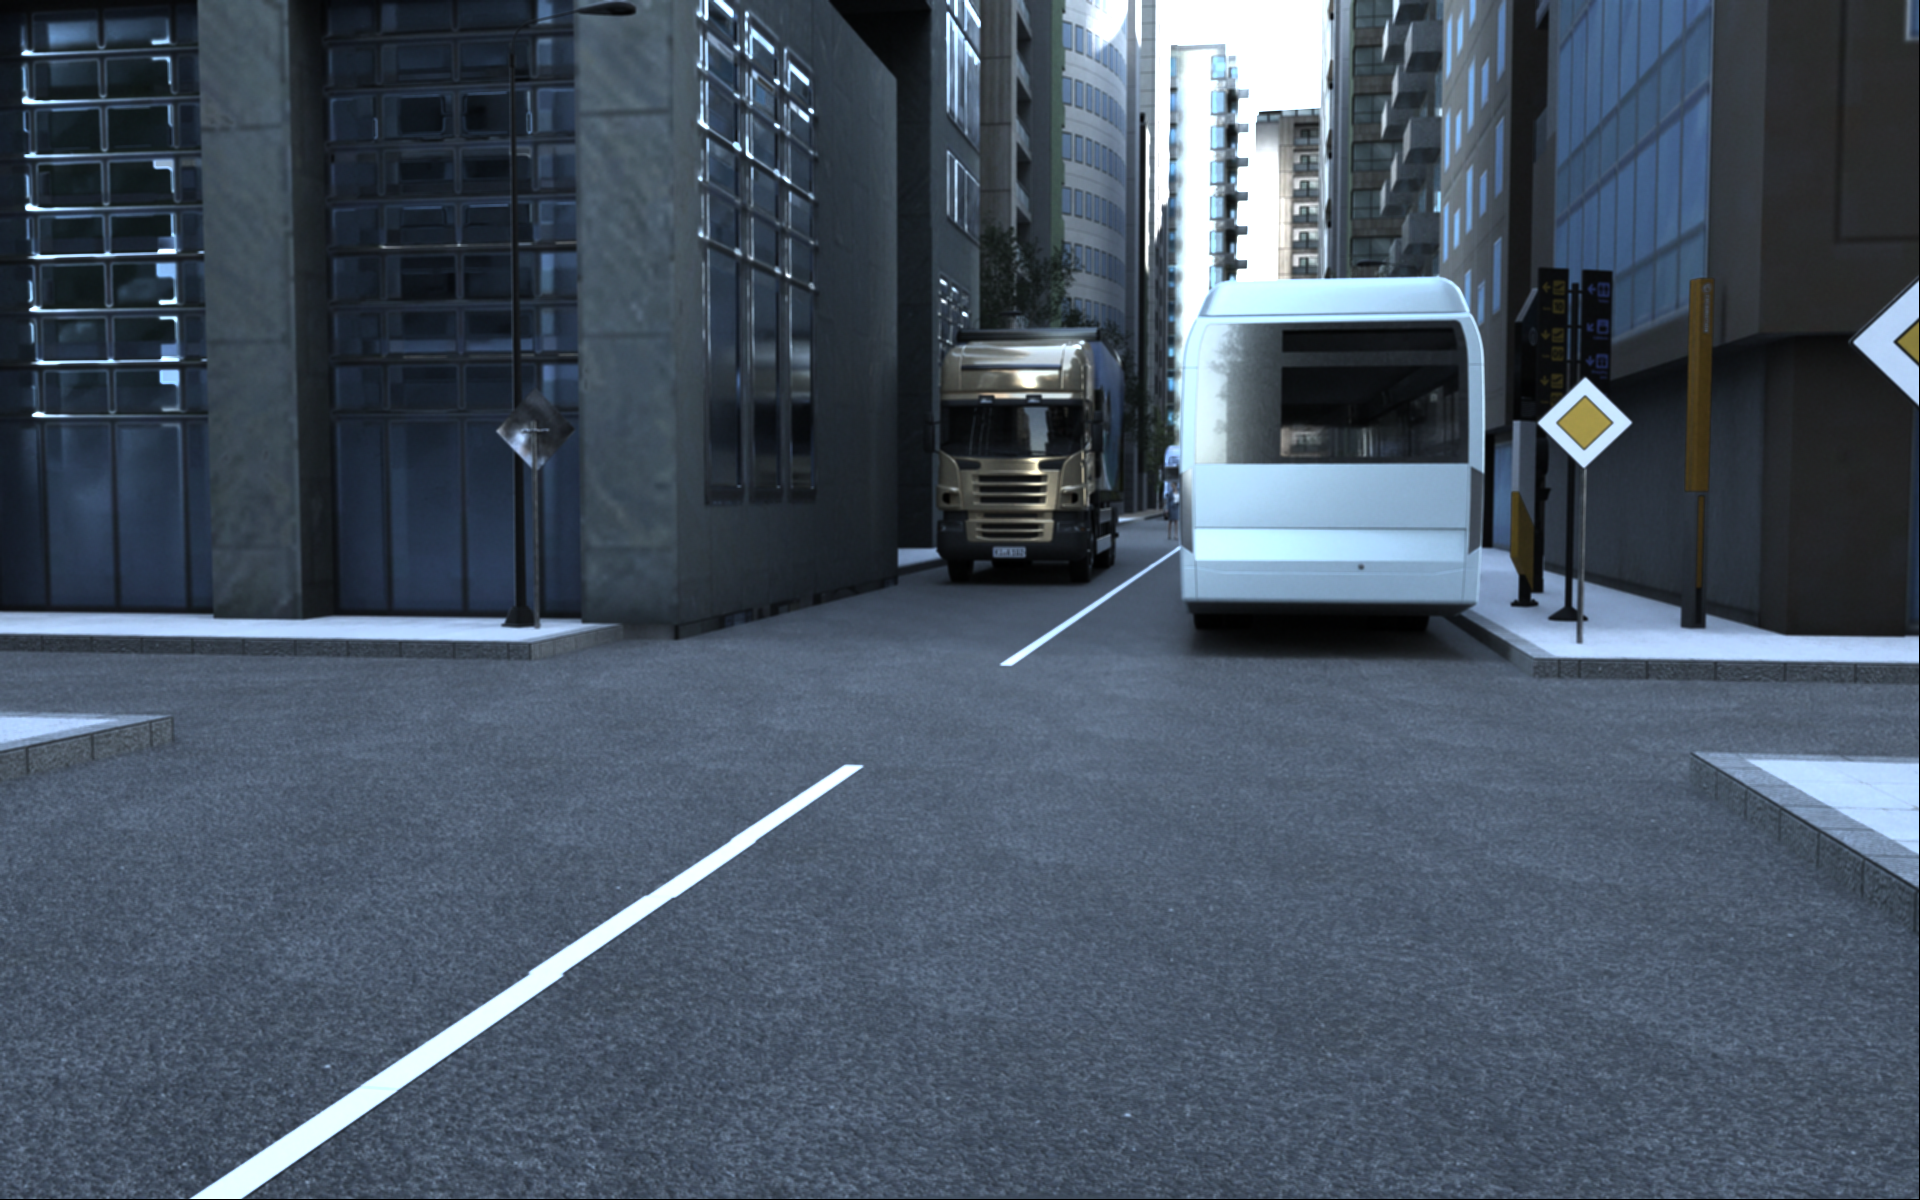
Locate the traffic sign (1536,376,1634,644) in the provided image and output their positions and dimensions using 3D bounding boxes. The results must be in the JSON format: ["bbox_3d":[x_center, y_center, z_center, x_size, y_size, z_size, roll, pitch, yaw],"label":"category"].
[{"bbox_3d":[5.322,-0.684,14.823,0.795,2.450,0.064,1,4,10],"label":"traffic sign"}]

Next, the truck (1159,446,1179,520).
[{"bbox_3d":[13.442,-6.897,102.517,2.967,4.110,18.799,0,4,8],"label":"truck"}]

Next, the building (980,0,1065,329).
[{"bbox_3d":[-3.389,-23.739,71.733,14.154,41.232,14.086,1,4,10],"label":"building"}]

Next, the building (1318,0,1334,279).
[{"bbox_3d":[44.192,-34.019,145.451,28.713,52.752,27.495,1,4,10],"label":"building"}]

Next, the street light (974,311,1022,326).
[{"bbox_3d":[0.881,-4.380,44.161,1.470,5.913,1.316,1,4,10],"label":"street light"}]

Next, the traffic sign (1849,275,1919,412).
[{"bbox_3d":[3.962,-0.203,6.954,0.795,2.450,0.064,1,4,10],"label":"traffic sign"}]

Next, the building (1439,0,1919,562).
[{"bbox_3d":[19.263,-23.868,40.360,14.600,45.320,14.200,1,4,10],"label":"building"}]

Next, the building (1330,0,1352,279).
[{"bbox_3d":[36.214,-35.254,118.395,21.231,58.520,28.212,1,4,10],"label":"building"}]

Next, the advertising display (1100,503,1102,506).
[{"bbox_3d":[6.283,-4.383,76.883,0.123,1.923,0.974,1,4,10],"label":"advertising display"}]

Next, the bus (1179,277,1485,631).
[{"bbox_3d":[4.184,-1.622,21.382,2.948,3.499,13.247,1,4,9],"label":"bus"}]

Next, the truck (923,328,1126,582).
[{"bbox_3d":[1.486,-2.613,31.636,2.839,4.237,11.283,1,4,8],"label":"truck"}]

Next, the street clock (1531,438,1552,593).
[{"bbox_3d":[7.494,-1.097,22.511,0.358,2.002,0.471,1,4,13],"label":"street clock"}]

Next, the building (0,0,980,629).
[{"bbox_3d":[-11.126,-43.965,31.500,22.319,86.520,31.000,1,4,10],"label":"building"}]

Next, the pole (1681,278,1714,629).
[{"bbox_3d":[7.032,-1.386,16.510,0.158,3.312,0.155,0,3,0],"label":"pole"}]

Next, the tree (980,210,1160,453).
[{"bbox_3d":[1.566,-7.542,57.720,7.601,10.594,8.767,-1,4,-13],"label":"tree"}]

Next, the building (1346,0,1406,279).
[{"bbox_3d":[29.120,-19.998,98.669,14.160,30.474,14.107,1,4,10],"label":"building"}]

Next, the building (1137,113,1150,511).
[{"bbox_3d":[6.309,-21.716,126.755,14.160,30.474,14.107,1,4,10],"label":"building"}]

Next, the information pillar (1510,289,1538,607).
[{"bbox_3d":[6.422,-1.733,19.690,0.183,3.616,0.504,3,5,40],"label":"information pillar"}]

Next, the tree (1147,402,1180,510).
[{"bbox_3d":[15.549,-11.416,137.010,4.737,8.622,4.395,0,3,0],"label":"tree"}]

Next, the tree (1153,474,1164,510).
[{"bbox_3d":[16.329,-8.960,141.099,1.663,3.219,1.824,0,3,0],"label":"tree"}]

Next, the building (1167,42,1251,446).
[{"bbox_3d":[15.620,-34.659,186.290,30.456,49.044,23.786,1,4,10],"label":"building"}]

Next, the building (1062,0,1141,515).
[{"bbox_3d":[-0.508,-34.458,105.384,21.231,58.520,28.212,1,4,10],"label":"building"}]

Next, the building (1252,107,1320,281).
[{"bbox_3d":[37.006,-30.215,177.614,14.086,41.232,14.154,1,4,10],"label":"building"}]

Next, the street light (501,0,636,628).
[{"bbox_3d":[-3.733,-2.691,16.546,1.470,5.913,1.316,1,4,10],"label":"street light"}]

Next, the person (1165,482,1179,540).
[{"bbox_3d":[6.764,-2.826,54.734,0.581,1.822,0.654,0,4,-1],"label":"person"}]

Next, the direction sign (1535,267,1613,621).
[{"bbox_3d":[6.197,-1.562,17.540,0.876,3.537,0.379,-1,4,-19],"label":"direction sign"}]

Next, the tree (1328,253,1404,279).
[{"bbox_3d":[12.868,-6.287,53.149,4.360,8.622,3.978,0,3,0],"label":"tree"}]

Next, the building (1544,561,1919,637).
[{"bbox_3d":[15.215,-22.601,19.643,14.200,45.320,14.600,1,4,10],"label":"building"}]

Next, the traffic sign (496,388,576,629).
[{"bbox_3d":[-4.030,-0.784,16.454,0.795,2.450,0.064,1,4,10],"label":"traffic sign"}]

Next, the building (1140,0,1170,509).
[{"bbox_3d":[7.981,-43.860,155.356,20.611,71.187,20.563,1,4,10],"label":"building"}]

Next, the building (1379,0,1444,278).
[{"bbox_3d":[28.912,-27.504,69.303,23.786,49.044,30.456,1,4,10],"label":"building"}]

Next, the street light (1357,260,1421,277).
[{"bbox_3d":[8.564,-3.785,34.432,1.470,5.913,1.316,1,4,10],"label":"street light"}]
